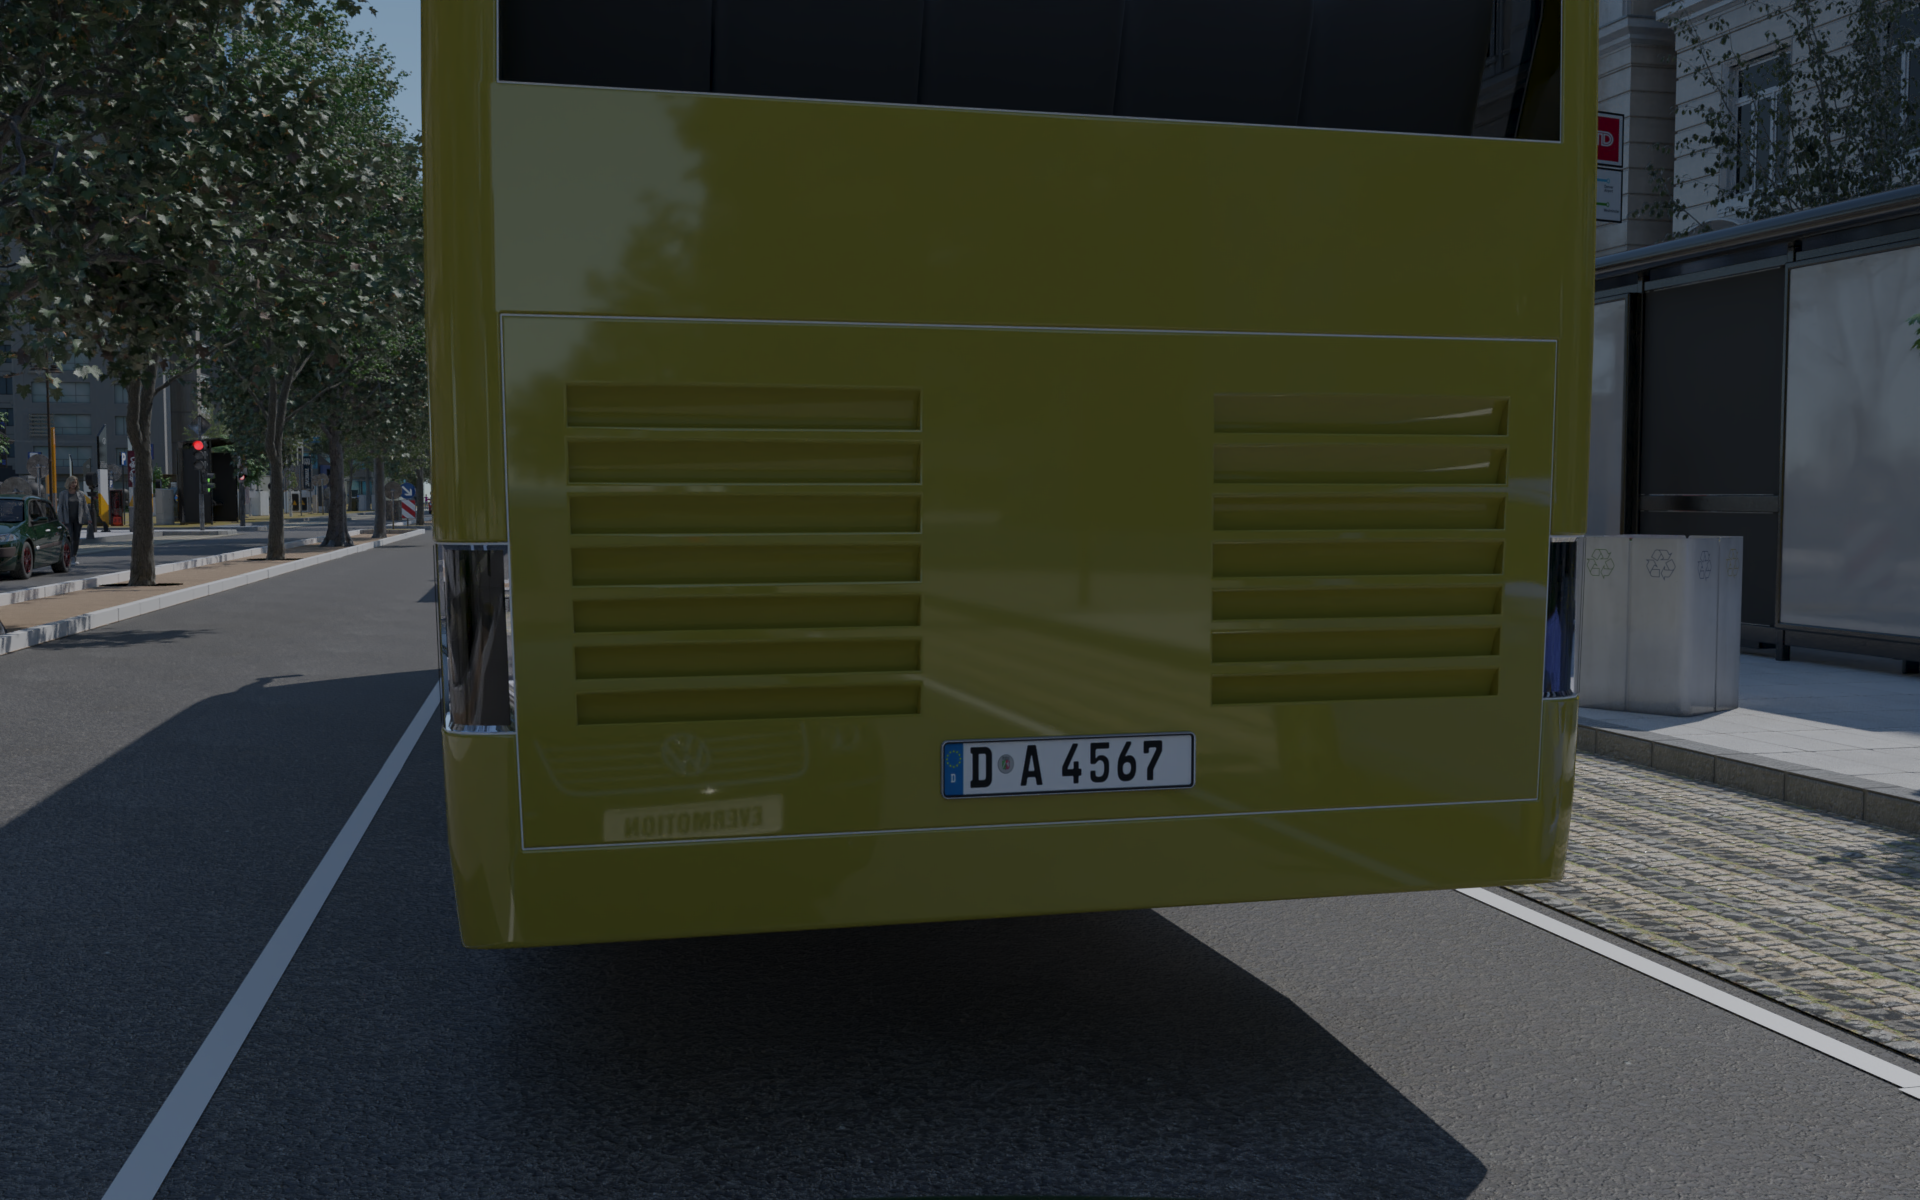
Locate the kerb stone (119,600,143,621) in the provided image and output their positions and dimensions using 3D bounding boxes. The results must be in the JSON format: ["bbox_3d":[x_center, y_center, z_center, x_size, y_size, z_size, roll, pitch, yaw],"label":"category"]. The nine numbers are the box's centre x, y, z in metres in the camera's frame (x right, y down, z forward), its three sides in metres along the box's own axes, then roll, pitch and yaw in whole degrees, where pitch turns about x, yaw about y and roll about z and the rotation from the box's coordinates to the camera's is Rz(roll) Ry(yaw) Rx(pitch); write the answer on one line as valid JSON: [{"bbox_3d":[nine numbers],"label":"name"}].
[{"bbox_3d":[-9.626,0.138,19.944,0.120,0.150,1.000,-1,4,-13],"label":"kerb stone"}]

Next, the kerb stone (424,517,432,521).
[{"bbox_3d":[-28.862,-4.387,93.916,0.120,0.150,1.000,-1,4,-13],"label":"kerb stone"}]

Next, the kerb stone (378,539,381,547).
[{"bbox_3d":[-15.862,-1.513,46.933,0.120,0.150,1.000,-1,4,-13],"label":"kerb stone"}]

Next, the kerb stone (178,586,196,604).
[{"bbox_3d":[-10.324,-0.046,22.947,0.120,0.150,1.000,-1,4,-13],"label":"kerb stone"}]

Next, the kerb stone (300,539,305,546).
[{"bbox_3d":[-18.121,-1.541,47.389,0.120,0.150,1.000,-1,4,-13],"label":"kerb stone"}]

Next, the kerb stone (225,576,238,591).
[{"bbox_3d":[-11.010,-0.228,25.936,0.120,0.150,1.000,-1,4,-13],"label":"kerb stone"}]

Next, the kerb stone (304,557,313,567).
[{"bbox_3d":[-12.858,-0.718,33.928,0.120,0.150,1.000,-1,4,-13],"label":"kerb stone"}]

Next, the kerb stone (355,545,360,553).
[{"bbox_3d":[-14.709,-1.205,41.923,0.120,0.150,1.000,-1,4,-13],"label":"kerb stone"}]

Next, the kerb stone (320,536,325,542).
[{"bbox_3d":[-19.040,-1.784,51.377,0.120,0.150,1.000,-1,4,-13],"label":"kerb stone"}]

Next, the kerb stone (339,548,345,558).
[{"bbox_3d":[-14.007,-1.023,38.926,0.120,0.150,1.000,-1,4,-13],"label":"kerb stone"}]

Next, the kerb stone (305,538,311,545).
[{"bbox_3d":[-18.351,-1.602,48.385,0.120,0.150,1.000,-1,4,-13],"label":"kerb stone"}]

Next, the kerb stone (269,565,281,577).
[{"bbox_3d":[-11.932,-0.474,29.940,0.120,0.150,1.000,-1,4,-13],"label":"kerb stone"}]

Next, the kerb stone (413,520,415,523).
[{"bbox_3d":[-26.320,-3.713,82.903,0.120,0.150,1.000,-1,4,-13],"label":"kerb stone"}]

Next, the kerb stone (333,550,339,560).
[{"bbox_3d":[-13.776,-0.959,37.918,0.120,0.150,1.000,-1,4,-13],"label":"kerb stone"}]

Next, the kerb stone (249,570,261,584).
[{"bbox_3d":[-11.473,-0.351,27.942,0.120,0.150,1.000,-1,4,-13],"label":"kerb stone"}]

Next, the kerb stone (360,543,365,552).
[{"bbox_3d":[-14.932,-1.268,42.928,0.120,0.150,1.000,-1,4,-13],"label":"kerb stone"}]

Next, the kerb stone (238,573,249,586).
[{"bbox_3d":[-11.246,-0.286,26.942,0.120,0.150,1.000,-1,4,-13],"label":"kerb stone"}]

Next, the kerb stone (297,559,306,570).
[{"bbox_3d":[-12.627,-0.656,32.929,0.120,0.150,1.000,-1,4,-13],"label":"kerb stone"}]

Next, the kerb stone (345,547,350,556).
[{"bbox_3d":[-14.244,-1.084,39.921,0.120,0.150,1.000,-1,4,-13],"label":"kerb stone"}]

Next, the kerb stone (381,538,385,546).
[{"bbox_3d":[-16.088,-1.570,47.933,0.120,0.150,1.000,-1,4,-13],"label":"kerb stone"}]

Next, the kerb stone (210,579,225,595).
[{"bbox_3d":[-10.779,-0.168,24.940,0.120,0.150,1.000,-1,4,-13],"label":"kerb stone"}]

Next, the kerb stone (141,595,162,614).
[{"bbox_3d":[-9.857,0.077,20.941,0.120,0.150,1.000,-1,4,-13],"label":"kerb stone"}]

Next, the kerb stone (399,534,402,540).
[{"bbox_3d":[-17.240,-1.880,52.925,0.120,0.150,1.000,-1,4,-13],"label":"kerb stone"}]

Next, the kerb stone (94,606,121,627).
[{"bbox_3d":[-9.401,0.199,18.947,0.120,0.150,1.000,-1,4,-13],"label":"kerb stone"}]

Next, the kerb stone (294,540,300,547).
[{"bbox_3d":[-17.886,-1.480,46.394,0.120,0.150,1.000,-1,4,-13],"label":"kerb stone"}]

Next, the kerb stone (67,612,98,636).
[{"bbox_3d":[-9.164,0.259,17.953,0.120,0.150,1.000,-1,4,-13],"label":"kerb stone"}]

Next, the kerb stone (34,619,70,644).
[{"bbox_3d":[-8.945,0.321,16.950,0.120,0.150,1.000,-1,4,-13],"label":"kerb stone"}]

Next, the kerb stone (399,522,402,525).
[{"bbox_3d":[-24.702,-3.278,75.922,0.120,0.150,1.000,-1,4,-13],"label":"kerb stone"}]

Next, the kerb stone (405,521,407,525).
[{"bbox_3d":[-25.403,-3.469,78.910,0.120,0.150,1.000,-1,4,-13],"label":"kerb stone"}]

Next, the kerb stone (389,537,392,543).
[{"bbox_3d":[-16.550,-1.696,49.932,0.120,0.150,1.000,-1,4,-13],"label":"kerb stone"}]

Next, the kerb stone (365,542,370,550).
[{"bbox_3d":[-15.159,-1.329,43.928,0.120,0.150,1.000,-1,4,-13],"label":"kerb stone"}]

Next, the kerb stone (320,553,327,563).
[{"bbox_3d":[-13.316,-0.840,35.925,0.120,0.150,1.000,-1,4,-13],"label":"kerb stone"}]

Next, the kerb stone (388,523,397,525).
[{"bbox_3d":[-24.246,-3.164,73.921,0.120,0.150,1.000,-1,4,-13],"label":"kerb stone"}]

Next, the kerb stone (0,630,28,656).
[{"bbox_3d":[-8.709,0.382,15.949,0.120,0.150,1.000,-1,4,-13],"label":"kerb stone"}]

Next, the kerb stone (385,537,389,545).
[{"bbox_3d":[-16.315,-1.635,48.929,0.120,0.150,1.000,-1,4,-13],"label":"kerb stone"}]

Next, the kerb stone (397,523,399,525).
[{"bbox_3d":[-24.471,-3.225,74.926,0.120,0.150,1.000,-1,4,-13],"label":"kerb stone"}]

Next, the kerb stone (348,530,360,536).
[{"bbox_3d":[-21.119,-2.334,60.360,0.120,0.150,1.000,-1,4,-13],"label":"kerb stone"}]

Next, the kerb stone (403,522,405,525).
[{"bbox_3d":[-25.167,-3.408,77.913,0.120,0.150,1.000,-1,4,-13],"label":"kerb stone"}]

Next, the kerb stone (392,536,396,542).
[{"bbox_3d":[-16.784,-1.757,50.927,0.120,0.150,1.000,-1,4,-13],"label":"kerb stone"}]

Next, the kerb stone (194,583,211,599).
[{"bbox_3d":[-10.556,-0.107,23.942,0.120,0.150,1.000,-1,4,-13],"label":"kerb stone"}]

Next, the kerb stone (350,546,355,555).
[{"bbox_3d":[-14.472,-1.145,40.922,0.120,0.150,1.000,-1,4,-13],"label":"kerb stone"}]

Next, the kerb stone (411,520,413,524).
[{"bbox_3d":[-26.089,-3.652,81.906,0.120,0.150,1.000,-1,4,-13],"label":"kerb stone"}]

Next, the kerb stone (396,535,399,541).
[{"bbox_3d":[-17.010,-1.813,51.928,0.120,0.150,1.000,-1,4,-13],"label":"kerb stone"}]

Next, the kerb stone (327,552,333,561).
[{"bbox_3d":[-13.551,-0.901,36.919,0.120,0.150,1.000,-1,4,-13],"label":"kerb stone"}]

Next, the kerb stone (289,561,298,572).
[{"bbox_3d":[-12.400,-0.596,31.932,0.120,0.150,1.000,-1,4,-13],"label":"kerb stone"}]

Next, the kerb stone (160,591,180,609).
[{"bbox_3d":[-10.092,0.015,21.952,0.120,0.150,1.000,-1,4,-13],"label":"kerb stone"}]

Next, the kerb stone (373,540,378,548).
[{"bbox_3d":[-15.630,-1.448,45.935,0.120,0.150,1.000,-1,4,-13],"label":"kerb stone"}]

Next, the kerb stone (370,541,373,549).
[{"bbox_3d":[-15.402,-1.391,44.936,0.120,0.150,1.000,-1,4,-13],"label":"kerb stone"}]

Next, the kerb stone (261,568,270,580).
[{"bbox_3d":[-11.713,-0.412,28.941,0.120,0.150,1.000,-1,4,-13],"label":"kerb stone"}]

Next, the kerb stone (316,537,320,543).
[{"bbox_3d":[-18.816,-1.719,50.379,0.120,0.150,1.000,-1,4,-13],"label":"kerb stone"}]

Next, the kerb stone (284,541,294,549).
[{"bbox_3d":[-17.661,-1.419,45.397,0.120,0.150,1.000,-1,4,-13],"label":"kerb stone"}]

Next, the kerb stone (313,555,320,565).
[{"bbox_3d":[-13.090,-0.779,34.928,0.120,0.150,1.000,-1,4,-13],"label":"kerb stone"}]

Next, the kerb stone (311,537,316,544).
[{"bbox_3d":[-18.578,-1.660,49.382,0.120,0.150,1.000,-1,4,-13],"label":"kerb stone"}]

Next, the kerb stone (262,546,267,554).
[{"bbox_3d":[-16.739,-1.175,41.410,0.120,0.150,1.000,-1,4,-13],"label":"kerb stone"}]

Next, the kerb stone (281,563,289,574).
[{"bbox_3d":[-12.170,-0.535,30.936,0.120,0.150,1.000,-1,4,-13],"label":"kerb stone"}]
